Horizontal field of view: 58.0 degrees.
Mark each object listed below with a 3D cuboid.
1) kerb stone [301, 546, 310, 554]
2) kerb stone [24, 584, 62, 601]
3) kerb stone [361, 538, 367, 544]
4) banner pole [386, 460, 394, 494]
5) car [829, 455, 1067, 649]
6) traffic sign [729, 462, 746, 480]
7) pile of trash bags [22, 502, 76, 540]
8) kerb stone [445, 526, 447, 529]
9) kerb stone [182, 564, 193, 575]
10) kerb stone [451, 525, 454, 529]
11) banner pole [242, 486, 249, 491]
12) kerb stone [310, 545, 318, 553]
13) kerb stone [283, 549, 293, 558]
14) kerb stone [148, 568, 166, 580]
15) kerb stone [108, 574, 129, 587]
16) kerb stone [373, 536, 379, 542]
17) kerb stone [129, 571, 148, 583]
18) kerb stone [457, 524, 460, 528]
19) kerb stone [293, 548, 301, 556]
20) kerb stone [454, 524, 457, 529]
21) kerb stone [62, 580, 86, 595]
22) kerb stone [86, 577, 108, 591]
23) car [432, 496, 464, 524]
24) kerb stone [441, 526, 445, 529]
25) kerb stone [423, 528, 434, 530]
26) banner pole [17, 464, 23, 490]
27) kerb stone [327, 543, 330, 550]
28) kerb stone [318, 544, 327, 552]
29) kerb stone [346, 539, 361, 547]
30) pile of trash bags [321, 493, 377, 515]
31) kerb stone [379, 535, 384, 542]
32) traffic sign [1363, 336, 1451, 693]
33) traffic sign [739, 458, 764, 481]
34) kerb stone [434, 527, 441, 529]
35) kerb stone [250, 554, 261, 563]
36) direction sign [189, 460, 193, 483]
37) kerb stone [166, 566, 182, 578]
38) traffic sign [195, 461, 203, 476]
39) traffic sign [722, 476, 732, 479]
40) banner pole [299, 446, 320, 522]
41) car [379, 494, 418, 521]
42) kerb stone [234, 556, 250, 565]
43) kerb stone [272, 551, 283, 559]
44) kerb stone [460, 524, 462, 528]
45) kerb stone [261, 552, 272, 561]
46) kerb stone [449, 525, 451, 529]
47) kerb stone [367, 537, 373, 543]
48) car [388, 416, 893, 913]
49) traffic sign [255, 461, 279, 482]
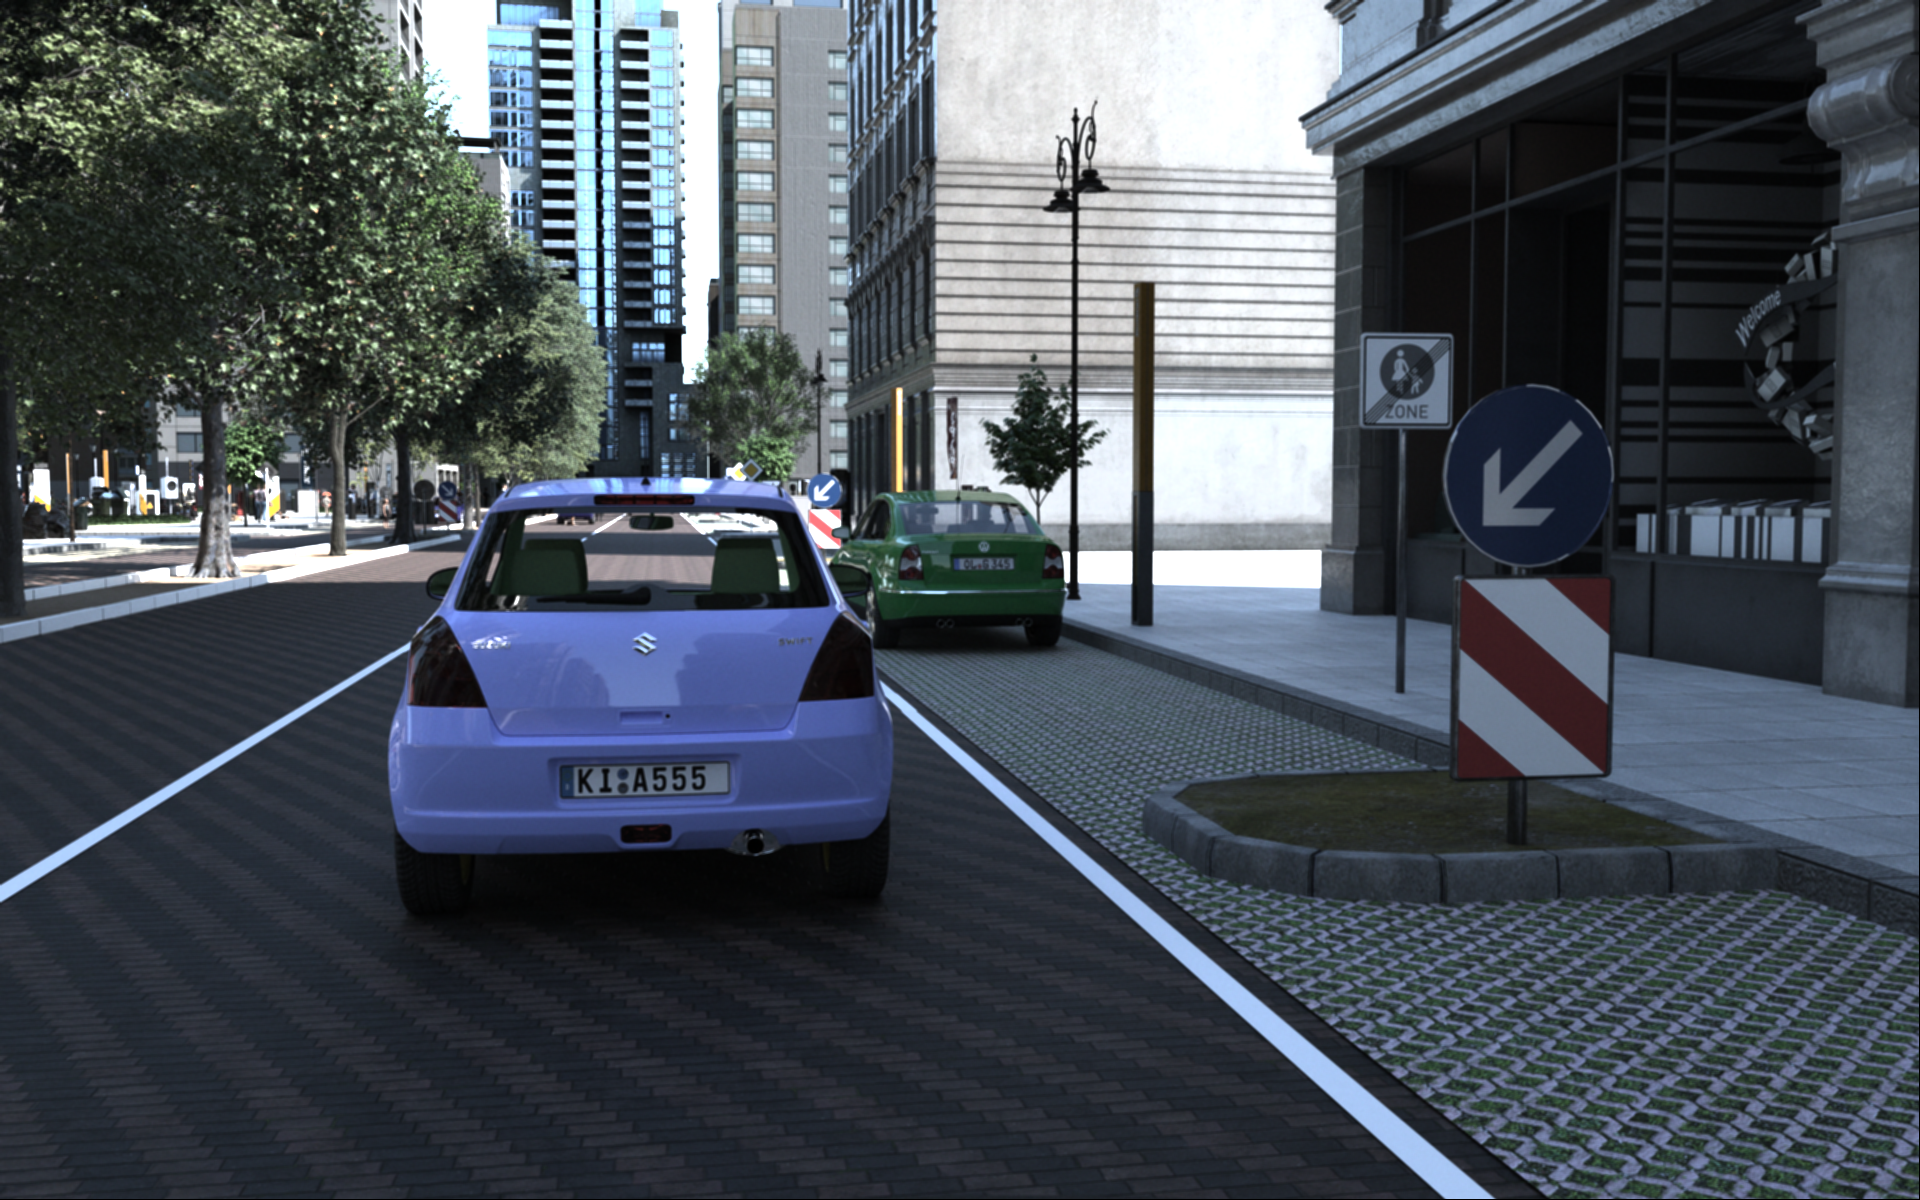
[{"bbox_3d":[-15.620,-1.149,41.029,0.120,0.150,1.000,-1,4,-10],"label":"kerb stone"},{"bbox_3d":[-12.628,-0.097,23.839,0.120,0.150,1.000,-1,4,-10],"label":"kerb stone"},{"bbox_3d":[-17.030,-1.641,49.122,0.120,0.150,1.000,-1,4,-10],"label":"kerb stone"},{"bbox_3d":[-41.401,-8.314,125.944,0.863,3.779,0.401,2,4,26],"label":"banner pole"},{"bbox_3d":[-0.241,-0.529,17.454,1.959,1.807,4.718,-1,4,-12],"label":"car"},{"bbox_3d":[-8.056,-3.752,63.538,0.795,2.593,0.064,-1,4,-10],"label":"traffic sign"},{"bbox_3d":[-26.597,-2.371,48.525,1.912,1.369,3.447,1,4,9],"label":"pile of trash bags"},{"bbox_3d":[-20.278,-2.783,67.777,0.120,0.150,1.000,-1,4,-10],"label":"kerb stone"},{"bbox_3d":[-13.863,-0.534,30.932,0.120,0.150,1.000,-1,4,-10],"label":"kerb stone"},{"bbox_3d":[-20.626,-2.911,69.796,0.120,0.150,1.000,-1,4,-10],"label":"kerb stone"},{"bbox_3d":[-53.200,-8.487,128.783,0.401,3.779,0.863,2,4,24],"label":"banner pole"},{"bbox_3d":[-15.800,-1.214,42.045,0.120,0.150,1.000,-1,4,-10],"label":"kerb stone"},{"bbox_3d":[-15.259,-1.028,39.009,0.120,0.150,1.000,-1,4,-10],"label":"kerb stone"},{"bbox_3d":[-13.505,-0.410,28.913,0.120,0.150,1.000,-1,4,-10],"label":"kerb stone"},{"bbox_3d":[-13.153,-0.284,26.872,0.120,0.150,1.000,-1,4,-10],"label":"kerb stone"},{"bbox_3d":[-17.376,-1.770,51.136,0.120,0.150,1.000,-1,4,-10],"label":"kerb stone"},{"bbox_3d":[-13.334,-0.348,27.894,0.120,0.150,1.000,-1,4,-10],"label":"kerb stone"},{"bbox_3d":[-20.978,-3.035,71.814,0.120,0.150,1.000,-1,4,-10],"label":"kerb stone"},{"bbox_3d":[-15.445,-1.090,40.022,0.120,0.150,1.000,-1,4,-10],"label":"kerb stone"},{"bbox_3d":[-20.805,-2.971,70.807,0.120,0.150,1.000,-1,4,-10],"label":"kerb stone"},{"bbox_3d":[-12.805,-0.159,24.855,0.120,0.150,1.000,-1,4,-10],"label":"kerb stone"},{"bbox_3d":[-12.984,-0.224,25.861,0.120,0.150,1.000,-1,4,-10],"label":"kerb stone"},{"bbox_3d":[-24.364,-4.257,82.176,1.945,1.354,3.894,-1,4,-9],"label":"car"},{"bbox_3d":[-20.091,-2.719,66.768,0.120,0.150,1.000,-1,4,-10],"label":"kerb stone"},{"bbox_3d":[-19.575,-2.541,63.742,0.120,0.150,1.000,-1,4,-10],"label":"kerb stone"},{"bbox_3d":[-69.023,-8.359,126.693,0.863,3.779,0.401,-1,4,-18],"label":"banner pole"},{"bbox_3d":[-16.150,-1.338,44.071,0.120,0.150,1.000,-1,4,-10],"label":"kerb stone"},{"bbox_3d":[-15.971,-1.276,43.065,0.120,0.150,1.000,-1,4,-10],"label":"kerb stone"},{"bbox_3d":[-16.850,-1.582,48.115,0.120,0.150,1.000,-1,4,-10],"label":"kerb stone"},{"bbox_3d":[-38.087,-6.021,108.192,3.447,1.369,1.912,-2,4,-28],"label":"pile of trash bags"},{"bbox_3d":[-17.553,-1.832,52.142,0.120,0.150,1.000,-1,4,-10],"label":"kerb stone"},{"bbox_3d":[2.839,-0.549,11.103,0.606,2.300,0.079,0,4,-7],"label":"traffic sign"},{"bbox_3d":[-6.687,-3.271,55.671,0.795,2.593,0.064,-1,4,-10],"label":"traffic sign"},{"bbox_3d":[-19.921,-2.664,65.760,0.120,0.150,1.000,-1,4,-10],"label":"kerb stone"},{"bbox_3d":[-14.746,-0.838,35.973,0.120,0.150,1.000,-1,4,-10],"label":"kerb stone"},{"bbox_3d":[-51.105,-7.534,115.182,0.379,3.537,0.876,-1,4,-12],"label":"direction sign"},{"bbox_3d":[-13.684,-0.472,29.919,0.120,0.150,1.000,-1,4,-10],"label":"kerb stone"},{"bbox_3d":[-22.941,-3.100,52.874,0.795,2.593,0.064,-1,4,-10],"label":"traffic sign"},{"bbox_3d":[-16.139,-7.328,119.923,0.768,2.556,0.104,0,4,-6],"label":"traffic sign"},{"bbox_3d":[-29.549,-5.431,78.812,0.863,3.779,0.401,-1,4,-19],"label":"banner pole"},{"bbox_3d":[-29.593,-5.008,91.659,2.009,1.686,4.222,-1,4,-8],"label":"car"},{"bbox_3d":[-14.567,-0.781,34.967,0.120,0.150,1.000,-1,4,-10],"label":"kerb stone"},{"bbox_3d":[-15.088,-0.964,37.997,0.120,0.150,1.000,-1,4,-10],"label":"kerb stone"},{"bbox_3d":[-21.160,-3.097,72.823,0.120,0.150,1.000,-1,4,-10],"label":"kerb stone"},{"bbox_3d":[-14.922,-0.904,36.983,0.120,0.150,1.000,-1,4,-10],"label":"kerb stone"},{"bbox_3d":[-20.449,-2.850,68.785,0.120,0.150,1.000,-1,4,-10],"label":"kerb stone"},{"bbox_3d":[-17.199,-1.705,50.129,0.120,0.150,1.000,-1,4,-10],"label":"kerb stone"},{"bbox_3d":[-1.303,0.139,7.322,1.945,1.707,3.694,-1,4,-9],"label":"car"},{"bbox_3d":[-24.310,-3.581,60.741,0.795,2.593,0.064,-1,4,-10],"label":"traffic sign"}]
